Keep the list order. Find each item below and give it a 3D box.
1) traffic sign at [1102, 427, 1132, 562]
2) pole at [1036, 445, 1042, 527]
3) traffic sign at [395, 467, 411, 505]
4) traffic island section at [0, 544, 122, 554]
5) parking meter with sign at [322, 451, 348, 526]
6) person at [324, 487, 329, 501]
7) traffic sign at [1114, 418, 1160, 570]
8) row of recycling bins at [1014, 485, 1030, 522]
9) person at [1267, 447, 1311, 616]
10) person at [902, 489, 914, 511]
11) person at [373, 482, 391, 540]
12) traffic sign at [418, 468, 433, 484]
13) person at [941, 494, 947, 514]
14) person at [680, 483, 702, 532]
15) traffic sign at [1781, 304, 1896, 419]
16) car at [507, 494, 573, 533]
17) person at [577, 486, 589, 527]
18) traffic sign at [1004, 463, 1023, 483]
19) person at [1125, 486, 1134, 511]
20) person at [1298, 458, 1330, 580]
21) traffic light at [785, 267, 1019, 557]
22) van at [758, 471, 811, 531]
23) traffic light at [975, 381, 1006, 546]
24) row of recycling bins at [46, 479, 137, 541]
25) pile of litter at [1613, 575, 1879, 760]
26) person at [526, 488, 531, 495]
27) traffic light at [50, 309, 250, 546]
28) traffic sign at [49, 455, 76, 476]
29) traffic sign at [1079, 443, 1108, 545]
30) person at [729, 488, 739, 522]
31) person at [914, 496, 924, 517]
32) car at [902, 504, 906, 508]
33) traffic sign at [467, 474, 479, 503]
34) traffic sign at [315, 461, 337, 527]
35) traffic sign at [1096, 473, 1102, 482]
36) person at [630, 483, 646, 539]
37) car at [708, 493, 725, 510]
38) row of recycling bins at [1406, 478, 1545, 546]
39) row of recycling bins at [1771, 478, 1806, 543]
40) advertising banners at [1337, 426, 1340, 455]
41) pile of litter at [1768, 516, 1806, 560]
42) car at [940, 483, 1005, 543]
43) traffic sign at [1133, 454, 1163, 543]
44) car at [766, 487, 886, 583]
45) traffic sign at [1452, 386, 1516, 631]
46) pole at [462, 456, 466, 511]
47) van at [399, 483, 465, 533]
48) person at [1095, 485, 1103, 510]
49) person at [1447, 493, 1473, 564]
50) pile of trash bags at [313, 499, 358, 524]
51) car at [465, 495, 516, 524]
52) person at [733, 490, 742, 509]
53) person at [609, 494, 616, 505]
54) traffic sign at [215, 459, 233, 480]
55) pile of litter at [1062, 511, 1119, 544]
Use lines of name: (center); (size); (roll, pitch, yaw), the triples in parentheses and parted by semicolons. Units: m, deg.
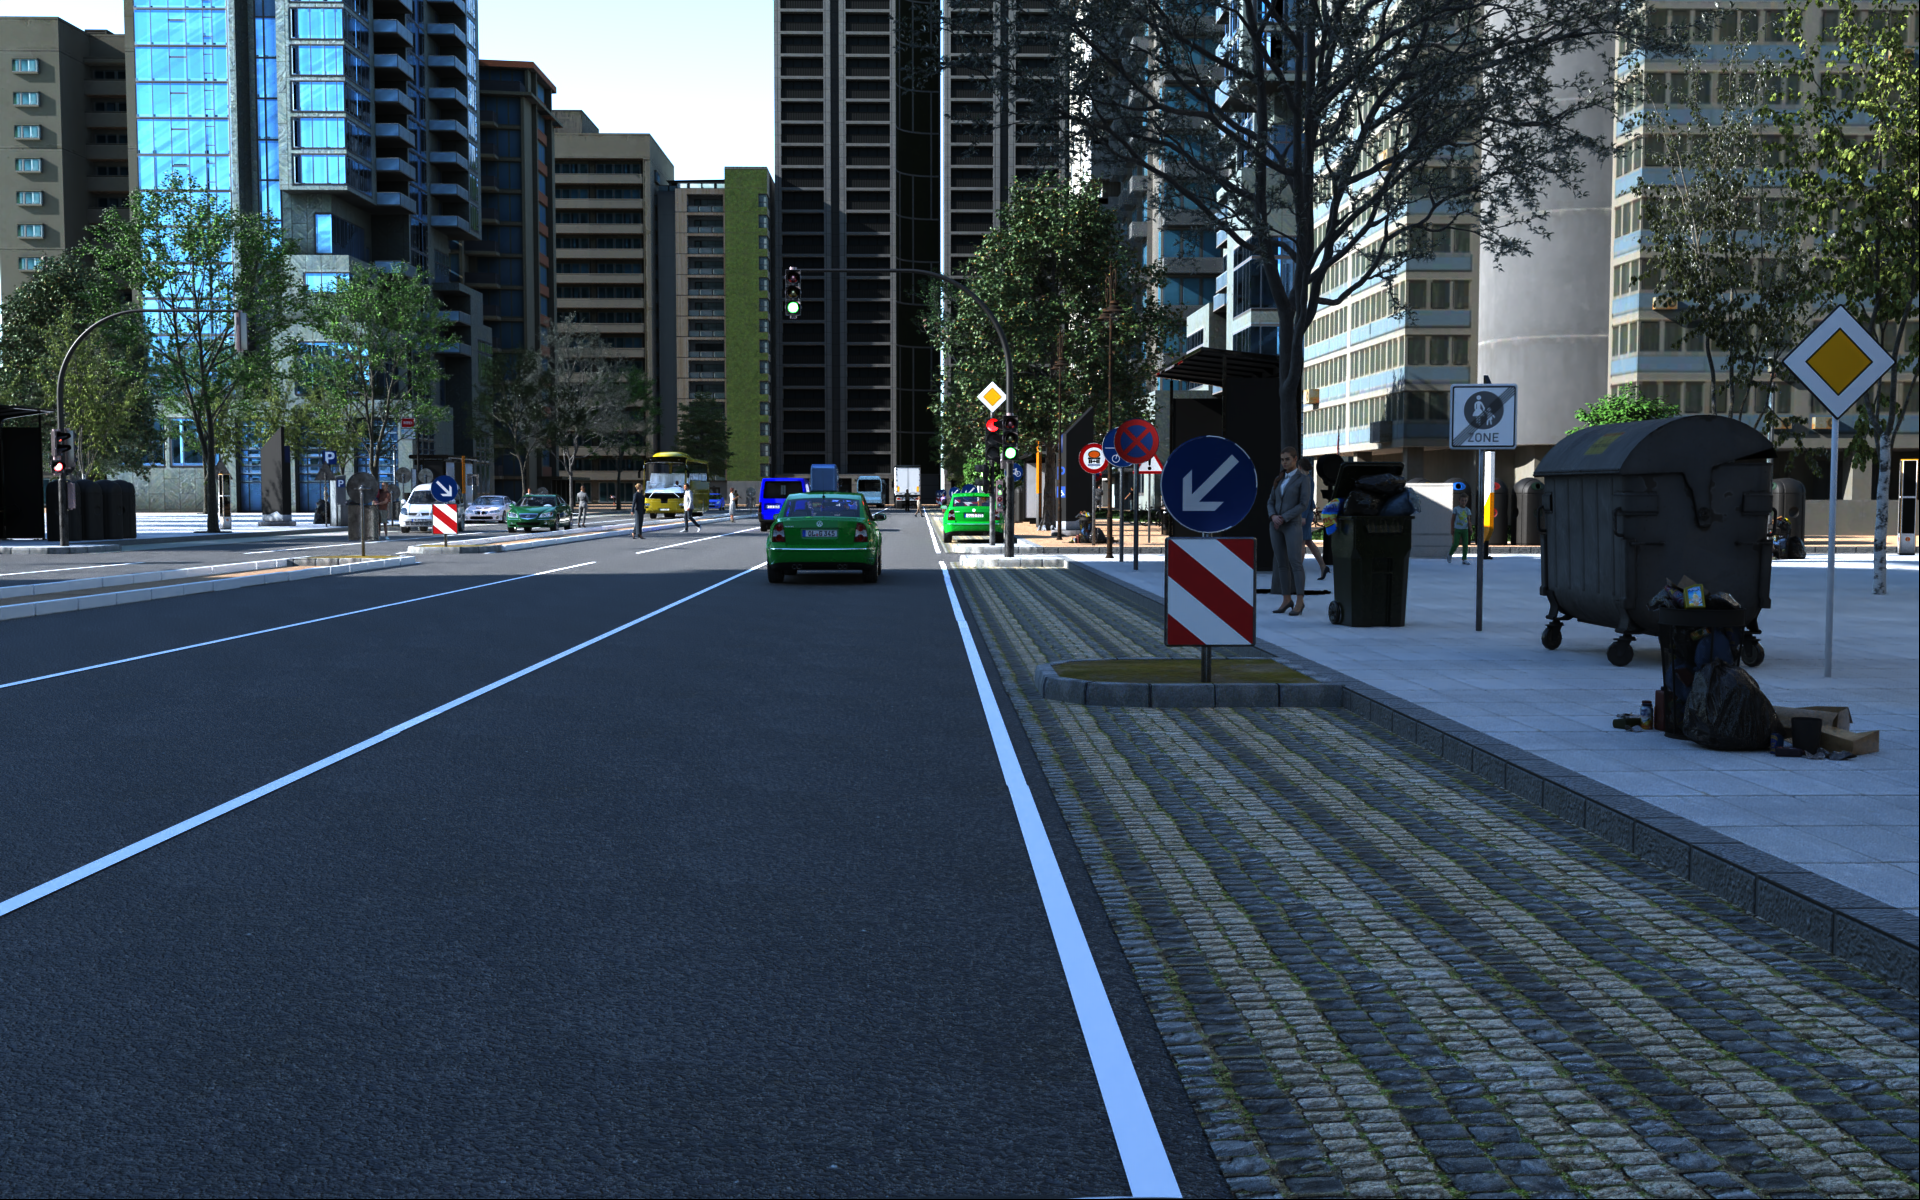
traffic sign: (3.063, -1.998, 32.772); (0.768, 2.556, 0.104); (0, 4, 1)
pole: (3.042, -4.453, 66.651); (0.158, 3.312, 0.155); (0, 3, 0)
traffic sign: (-26.402, -5.019, 82.159); (0.768, 2.556, 0.104); (0, 4, 1)
traffic island section: (-22.107, -1.250, 42.723); (2.009, 0.180, 2.903); (0, 4, -1)
parking meter with sign: (-24.928, -4.470, 69.343); (0.543, 3.016, 1.738); (-3, 5, -39)
person: (-42.349, -6.680, 115.813); (0.362, 1.759, 0.519); (-1, 4, -19)
traffic sign: (2.981, -1.784, 29.272); (0.768, 2.556, 0.104); (0, 4, 7)
row of recycling bins: (3.166, -4.555, 81.585); (1.069, 1.692, 3.534); (1, 4, 11)
person: (3.476, -0.747, 18.526); (0.520, 1.790, 0.573); (2, 4, 32)
person: (-4.312, -8.201, 142.603); (1.348, 1.823, 0.705); (-3, 5, -39)
person: (-18.057, -2.781, 53.945); (0.580, 1.828, 0.573); (-3, 5, -40)
traffic sign: (-26.331, -5.214, 85.348); (0.768, 2.556, 0.104); (0, 4, 7)
person: (-1.173, -6.994, 126.079); (0.421, 1.427, 0.697); (0, 4, -7)
person: (-10.134, -3.473, 65.134); (0.795, 1.843, 0.661); (-1, 4, -21)
traffic sign: (6.114, -0.754, 12.062); (0.795, 2.593, 0.064); (0, 3, 0)
car: (-15.947, -3.308, 65.882); (2.131, 1.459, 4.920); (0, 4, -2)
person: (-16.186, -4.014, 74.405); (0.520, 1.790, 0.573); (0, 4, -3)
traffic sign: (2.176, -4.301, 70.425); (0.768, 2.556, 0.104); (0, 4, 0)
person: (11.999, -7.014, 120.729); (1.348, 1.822, 0.705); (-3, 5, -45)
person: (5.180, -1.205, 25.777); (0.654, 1.822, 0.581); (1, 4, 20)
traffic light: (-1.113, -3.688, 34.969); (4.771, 5.953, 1.251); (0, 4, -1)
van: (-6.805, -3.901, 68.173); (2.240, 2.365, 5.245); (0, 4, -2)
traffic light: (0.788, -3.316, 43.142); (0.839, 4.253, 0.868); (0, 4, -1)
row of recycling bins: (-24.354, -2.545, 48.718); (1.069, 1.692, 3.534); (0, 4, 5)
pile of litter: (4.134, 0.292, 9.187); (1.176, 0.858, 1.719); (0, 4, 8)
person: (-23.274, -5.173, 93.648); (0.480, 1.755, 0.524); (-2, 4, -31)
traffic light: (-19.978, -4.159, 42.673); (4.771, 5.953, 1.251); (0, 4, -1)
traffic sign: (-25.555, -3.011, 49.329); (0.768, 2.556, 0.104); (0, 4, 3)
traffic sign: (3.337, -2.634, 43.172); (0.768, 2.556, 0.104); (0, 4, 1)
person: (-11.469, -4.826, 87.972); (0.524, 1.755, 0.480); (-1, 4, -21)
person: (-2.568, -5.849, 108.395); (0.640, 1.303, 0.475); (-2, 4, -31)
car: (-5.224, -10.504, 181.967); (2.015, 1.641, 3.980); (0, 4, -1)
traffic sign: (-24.801, -5.264, 88.200); (0.606, 2.300, 0.079); (0, 4, 6)
traffic sign: (-24.902, -4.159, 68.001); (0.884, 2.594, 0.081); (0, 4, -1)
traffic sign: (5.695, -4.525, 74.082); (0.768, 2.556, 0.104); (0, 4, 6)
person: (-10.265, -2.825, 55.113); (0.534, 1.772, 0.576); (0, 4, -7)
car: (-21.978, -8.862, 154.489); (1.945, 1.707, 3.694); (0, 4, -1)
row of recycling bins: (12.910, -2.233, 43.620); (3.534, 1.692, 1.069); (0, 4, 7)
row of recycling bins: (21.380, -2.332, 45.240); (1.069, 1.692, 3.534); (1, 4, 17)
advertising banners: (9.567, -2.918, 43.905); (0.090, 3.025, 2.074); (1, 4, 14)
pile of litter: (15.983, -1.243, 34.287); (1.719, 0.858, 1.176); (-1, 4, -9)
car: (0.390, -2.642, 51.991); (1.959, 1.807, 4.718); (0, 4, 0)
traffic sign: (4.970, -2.780, 45.462); (0.884, 2.594, 0.081); (0, 4, 2)
car: (-2.240, -1.256, 29.324); (1.959, 1.807, 4.718); (0, 4, -1)
traffic sign: (4.859, -0.857, 16.149); (0.606, 2.300, 0.079); (0, 4, 5)
pole: (-26.303, -5.993, 91.823); (0.158, 3.312, 0.155); (0, 3, 0)
van: (-19.920, -3.572, 65.411); (2.013, 2.044, 4.112); (0, 4, -3)
person: (8.257, -5.986, 103.718); (0.655, 1.846, 0.447); (0, 4, -2)
person: (9.154, -1.310, 31.713); (0.306, 1.304, 0.590); (-1, 4, -19)
pile of trash bags: (-26.433, -4.011, 75.327); (3.447, 1.369, 1.912); (0, 4, -4)
car: (-23.000, -4.449, 85.098); (2.083, 1.381, 4.827); (0, 4, -3)
person: (-21.962, -9.866, 169.909); (1.348, 1.812, 0.705); (2, 4, 31)
person: (-39.549, -11.354, 197.330); (0.628, 1.438, 0.799); (0, 4, 5)
traffic sign: (-27.079, -3.881, 63.459); (0.884, 2.594, 0.081); (0, 4, 1)
pile of litter: (3.446, -1.914, 45.255); (1.176, 0.858, 1.719); (-2, 4, -32)
